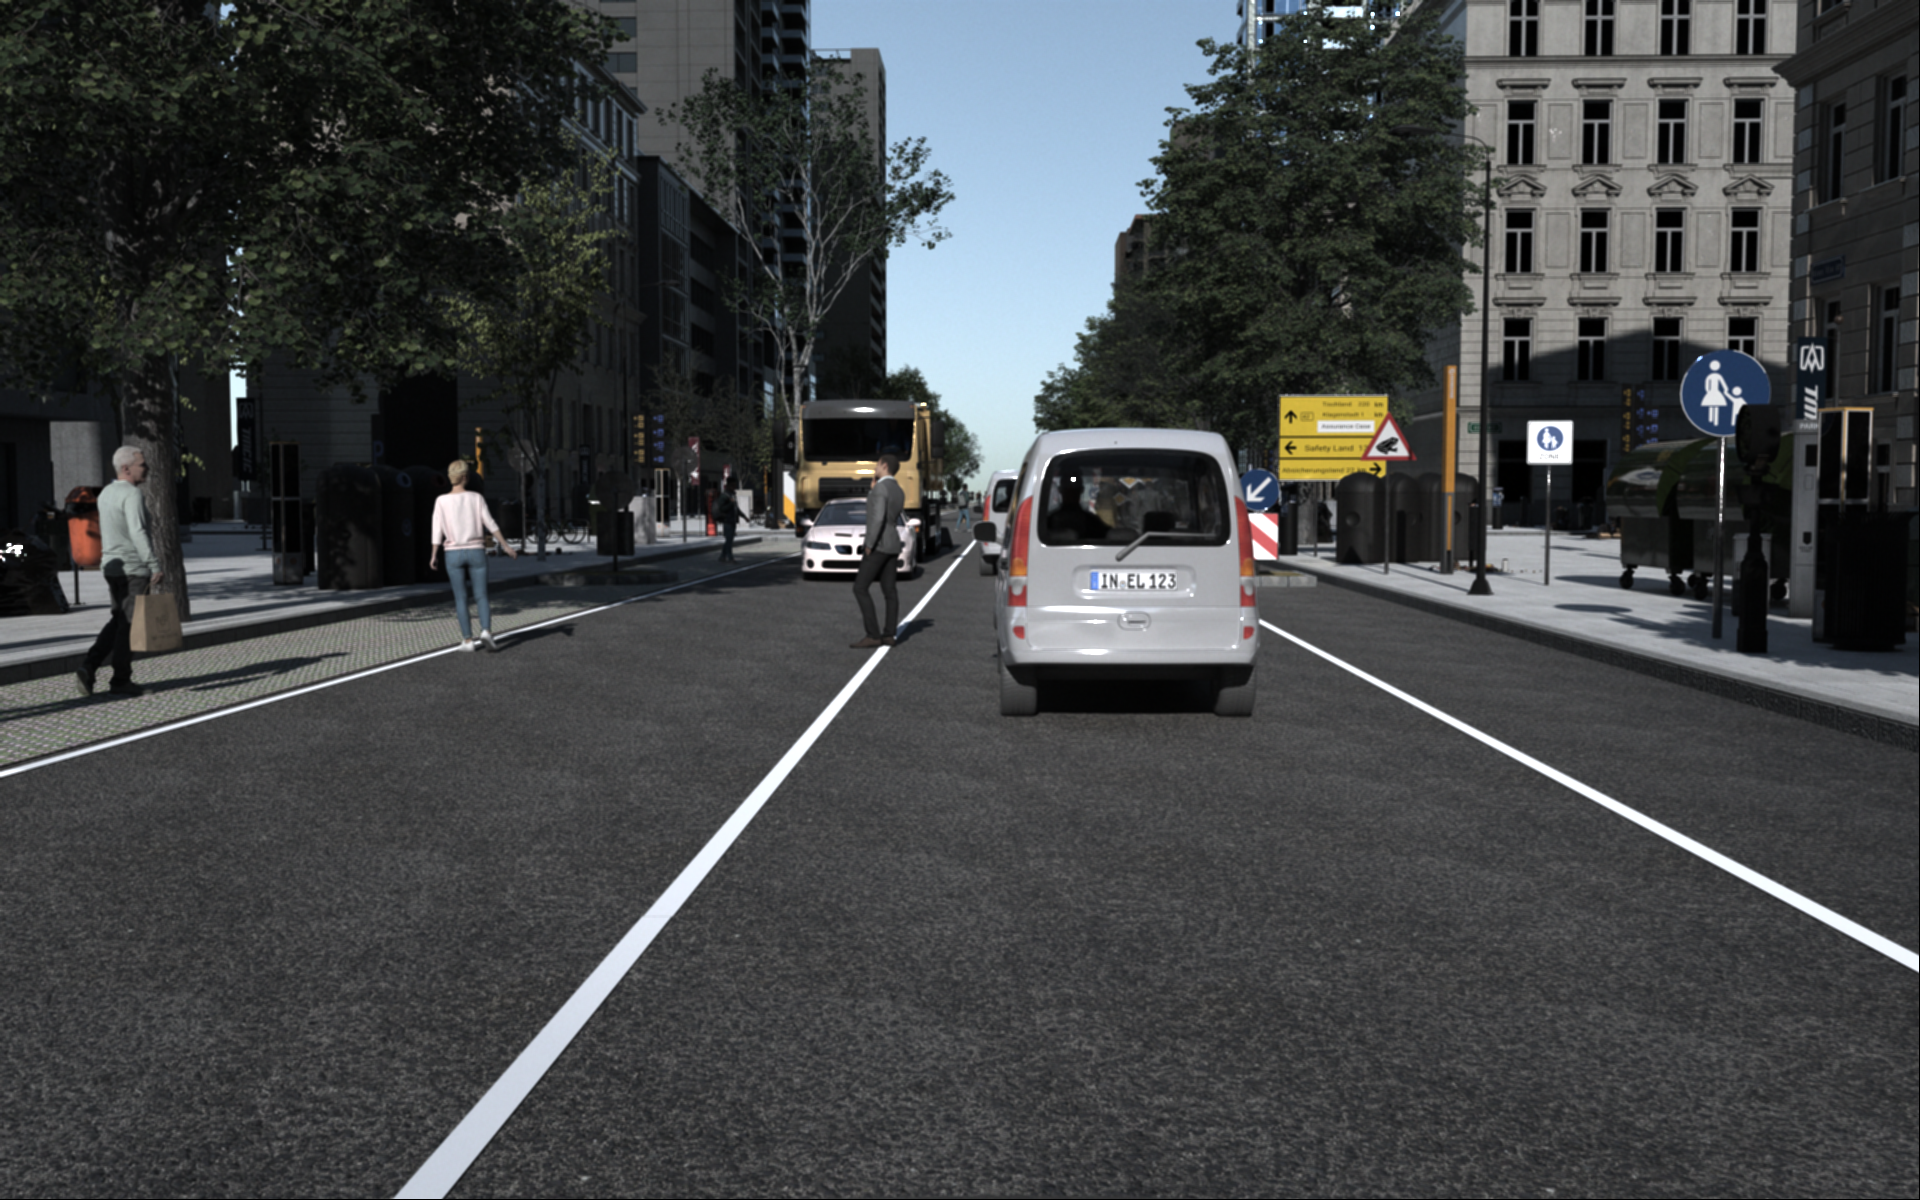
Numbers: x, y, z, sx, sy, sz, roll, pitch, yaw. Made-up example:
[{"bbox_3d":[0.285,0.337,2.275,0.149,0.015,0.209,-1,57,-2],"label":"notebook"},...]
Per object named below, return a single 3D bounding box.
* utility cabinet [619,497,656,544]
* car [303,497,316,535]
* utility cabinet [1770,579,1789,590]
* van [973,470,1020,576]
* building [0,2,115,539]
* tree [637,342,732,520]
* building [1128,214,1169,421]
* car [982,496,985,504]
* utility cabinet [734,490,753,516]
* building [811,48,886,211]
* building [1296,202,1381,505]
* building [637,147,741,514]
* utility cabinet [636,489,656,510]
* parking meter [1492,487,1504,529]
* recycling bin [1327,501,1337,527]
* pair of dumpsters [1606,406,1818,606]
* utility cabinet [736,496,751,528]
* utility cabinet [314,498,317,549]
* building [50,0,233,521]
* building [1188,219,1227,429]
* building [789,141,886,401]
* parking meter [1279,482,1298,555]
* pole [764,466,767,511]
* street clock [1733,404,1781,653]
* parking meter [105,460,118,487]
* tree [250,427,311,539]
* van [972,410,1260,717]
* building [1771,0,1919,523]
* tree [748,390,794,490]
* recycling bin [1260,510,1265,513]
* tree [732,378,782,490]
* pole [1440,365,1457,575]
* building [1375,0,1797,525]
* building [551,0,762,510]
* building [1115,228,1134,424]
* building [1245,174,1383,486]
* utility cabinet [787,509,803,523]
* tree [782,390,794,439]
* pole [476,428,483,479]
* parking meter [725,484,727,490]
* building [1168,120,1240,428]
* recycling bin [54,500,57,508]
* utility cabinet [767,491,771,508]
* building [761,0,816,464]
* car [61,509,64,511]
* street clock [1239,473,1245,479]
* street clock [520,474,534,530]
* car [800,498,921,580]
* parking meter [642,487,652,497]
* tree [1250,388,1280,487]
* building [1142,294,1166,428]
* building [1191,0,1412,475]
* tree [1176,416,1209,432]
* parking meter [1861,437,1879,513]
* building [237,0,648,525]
[{"bbox_3d":[-8.303,-2.043,44.561,1.020,1.237,0.306,2,4,30],"label":"utility cabinet"},{"bbox_3d":[-19.736,-2.885,57.397,3.980,1.641,2.015,0,4,3],"label":"car"},{"bbox_3d":[11.101,-0.763,23.645,0.306,1.237,1.020,-2,4,-23],"label":"utility cabinet"},{"bbox_3d":[1.218,-1.507,31.648,2.013,2.044,4.112,0,4,2],"label":"van"},{"bbox_3d":[-25.683,-16.018,33.599,14.107,30.474,14.160,0,4,2],"label":"building"},{"bbox_3d":[-13.524,-8.212,84.627,4.360,8.622,3.978,0,3,0],"label":"tree"},{"bbox_3d":[36.977,-37.306,264.580,22.147,44.769,28.867,0,4,2],"label":"building"},{"bbox_3d":[4.124,-14.015,241.510,2.083,1.381,4.827,0,4,1],"label":"car"},{"bbox_3d":[-11.172,-4.869,88.288,1.173,1.500,0.318,-1,4,-14],"label":"utility cabinet"},{"bbox_3d":[-20.412,-51.702,283.572,20.563,71.187,20.611,0,4,2],"label":"building"},{"bbox_3d":[25.949,-14.702,105.011,10.561,19.102,19.286,0,4,2],"label":"building"},{"bbox_3d":[-23.455,-17.878,111.373,14.314,24.678,30.058,0,4,2],"label":"building"},{"bbox_3d":[-14.764,-4.493,82.132,1.173,1.500,0.318,-1,4,-10],"label":"utility cabinet"},{"bbox_3d":[19.534,-3.332,62.888,0.372,1.533,0.369,0,3,0],"label":"parking meter"},{"bbox_3d":[14.752,-3.351,67.346,0.722,1.027,0.722,-2,4,-26],"label":"recycling bin"},{"bbox_3d":[9.469,-1.151,21.311,1.574,2.255,4.437,0,4,2],"label":"pair of dumpsters"},{"bbox_3d":[-8.507,-3.351,65.945,1.020,1.237,0.306,0,4,1],"label":"utility cabinet"},{"bbox_3d":[-14.561,-1.794,40.486,0.306,1.237,1.020,2,4,32],"label":"utility cabinet"},{"bbox_3d":[-45.474,-15.892,77.855,19.932,24.808,12.078,0,4,2],"label":"building"},{"bbox_3d":[30.319,-24.867,178.275,14.160,30.474,14.107,0,4,2],"label":"building"},{"bbox_3d":[-22.223,-37.760,241.077,21.300,48.544,21.600,0,4,2],"label":"building"},{"bbox_3d":[6.900,-1.708,36.341,0.372,1.533,0.369,0,3,0],"label":"parking meter"},{"bbox_3d":[-14.034,-8.024,125.028,0.158,3.312,0.155,0,3,0],"label":"pole"},{"bbox_3d":[6.429,-0.577,14.003,0.358,2.002,0.471,1,4,10],"label":"street clock"},{"bbox_3d":[-12.631,-1.248,26.113,0.399,1.863,0.255,0,4,-3],"label":"parking meter"},{"bbox_3d":[-19.814,-3.384,49.925,1.663,3.219,1.824,0,3,0],"label":"tree"},{"bbox_3d":[1.091,-0.337,12.527,2.013,2.044,4.112,0,4,1],"label":"van"},{"bbox_3d":[24.446,-14.084,27.540,12.463,27.353,25.104,0,4,2],"label":"building"},{"bbox_3d":[-13.043,-10.488,121.844,4.737,8.622,4.395,0,3,0],"label":"tree"},{"bbox_3d":[14.270,-4.145,80.325,0.722,1.027,0.722,2,4,26],"label":"recycling bin"},{"bbox_3d":[-13.394,-9.497,105.632,4.360,8.622,3.978,0,3,0],"label":"tree"},{"bbox_3d":[7.780,-2.064,27.591,0.158,3.312,0.155,0,3,0],"label":"pole"},{"bbox_3d":[42.060,-18.400,77.259,44.131,29.872,17.030,0,4,2],"label":"building"},{"bbox_3d":[-25.274,-43.256,145.493,20.563,71.187,20.611,0,4,2],"label":"building"},{"bbox_3d":[32.861,-38.918,286.415,14.600,45.320,14.200,0,4,2],"label":"building"},{"bbox_3d":[26.571,-18.077,124.445,11.050,23.489,19.941,0,4,2],"label":"building"},{"bbox_3d":[-7.192,-4.046,77.314,1.020,1.237,0.306,-1,4,-13],"label":"utility cabinet"},{"bbox_3d":[-11.407,-9.870,111.733,4.360,8.622,3.978,0,3,0],"label":"tree"},{"bbox_3d":[-14.775,-3.637,53.311,0.158,3.312,0.155,0,3,0],"label":"pole"},{"bbox_3d":[-13.113,-5.661,98.270,0.255,1.863,0.399,-3,5,-40],"label":"parking meter"},{"bbox_3d":[30.077,-31.124,192.473,14.154,41.232,14.086,0,4,2],"label":"building"},{"bbox_3d":[-61.120,-6.336,116.151,0.722,1.027,0.722,-1,4,-11],"label":"recycling bin"},{"bbox_3d":[-14.400,-7.594,132.846,0.318,1.500,1.173,2,4,25],"label":"utility cabinet"},{"bbox_3d":[-25.375,-52.529,171.512,22.319,86.520,31.000,0,4,2],"label":"building"},{"bbox_3d":[-27.824,-2.937,57.056,4.494,1.783,2.155,0,4,3],"label":"car"},{"bbox_3d":[9.844,-3.388,59.972,0.358,2.002,0.471,-2,4,-35],"label":"street clock"},{"bbox_3d":[-15.435,-3.498,61.758,0.358,2.002,0.471,2,4,30],"label":"street clock"},{"bbox_3d":[-1.707,-1.095,30.267,2.083,1.381,4.827,0,4,0],"label":"car"},{"bbox_3d":[-11.759,-3.467,65.097,0.372,1.533,0.369,0,3,0],"label":"parking meter"},{"bbox_3d":[17.521,-8.893,95.764,4.360,8.622,3.978,0,3,0],"label":"tree"},{"bbox_3d":[31.810,-28.804,242.638,14.160,30.474,14.107,0,4,2],"label":"building"},{"bbox_3d":[33.181,-51.454,153.952,22.319,86.520,31.000,0,4,2],"label":"building"},{"bbox_3d":[16.559,-11.016,130.480,4.737,8.622,4.395,0,3,0],"label":"tree"},{"bbox_3d":[7.866,-0.588,15.329,0.399,1.863,0.255,0,4,-8],"label":"parking meter"},{"bbox_3d":[-23.723,-17.523,83.757,12.463,27.353,25.104,0,4,2],"label":"building"}]
